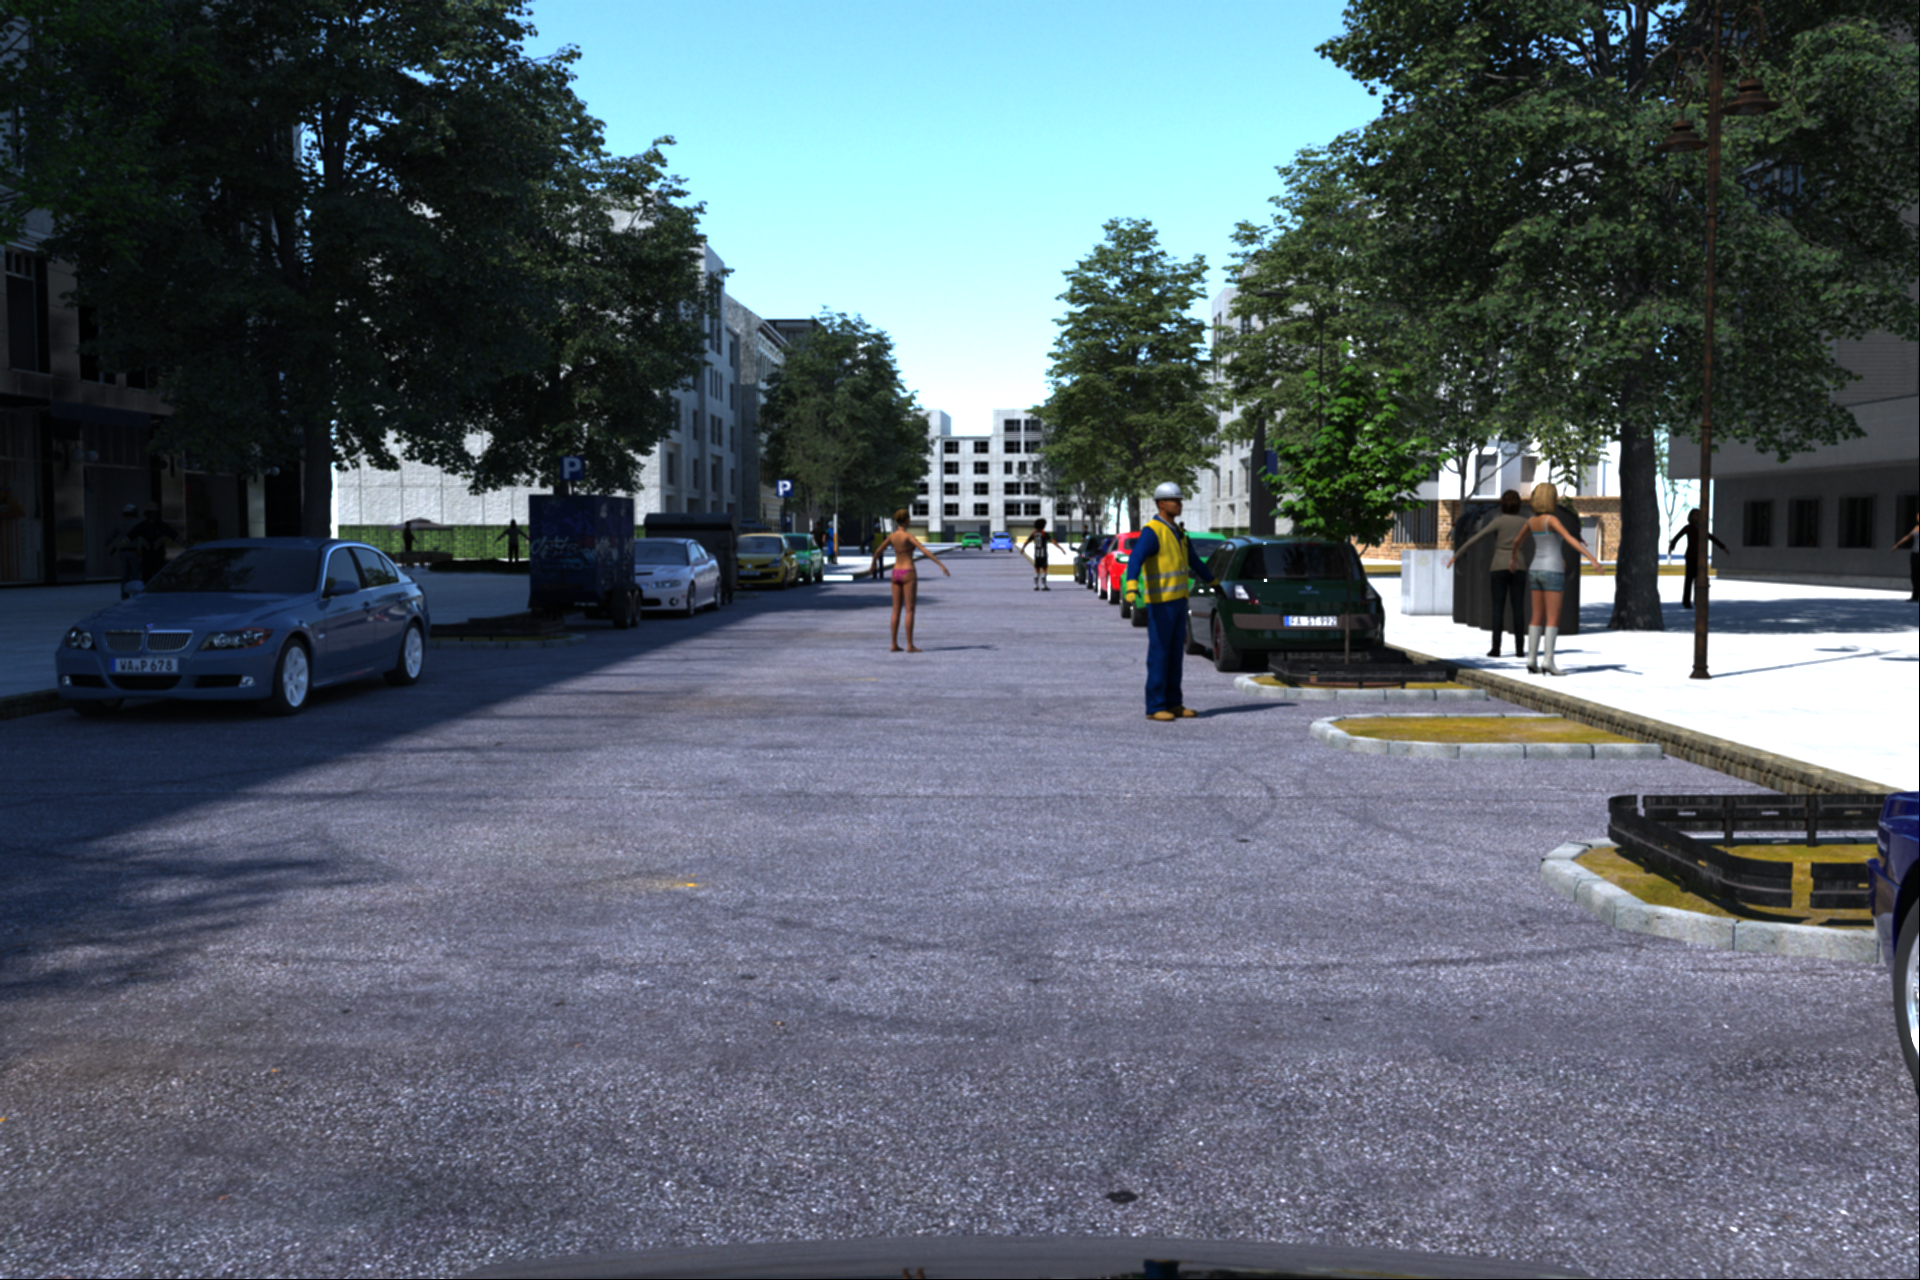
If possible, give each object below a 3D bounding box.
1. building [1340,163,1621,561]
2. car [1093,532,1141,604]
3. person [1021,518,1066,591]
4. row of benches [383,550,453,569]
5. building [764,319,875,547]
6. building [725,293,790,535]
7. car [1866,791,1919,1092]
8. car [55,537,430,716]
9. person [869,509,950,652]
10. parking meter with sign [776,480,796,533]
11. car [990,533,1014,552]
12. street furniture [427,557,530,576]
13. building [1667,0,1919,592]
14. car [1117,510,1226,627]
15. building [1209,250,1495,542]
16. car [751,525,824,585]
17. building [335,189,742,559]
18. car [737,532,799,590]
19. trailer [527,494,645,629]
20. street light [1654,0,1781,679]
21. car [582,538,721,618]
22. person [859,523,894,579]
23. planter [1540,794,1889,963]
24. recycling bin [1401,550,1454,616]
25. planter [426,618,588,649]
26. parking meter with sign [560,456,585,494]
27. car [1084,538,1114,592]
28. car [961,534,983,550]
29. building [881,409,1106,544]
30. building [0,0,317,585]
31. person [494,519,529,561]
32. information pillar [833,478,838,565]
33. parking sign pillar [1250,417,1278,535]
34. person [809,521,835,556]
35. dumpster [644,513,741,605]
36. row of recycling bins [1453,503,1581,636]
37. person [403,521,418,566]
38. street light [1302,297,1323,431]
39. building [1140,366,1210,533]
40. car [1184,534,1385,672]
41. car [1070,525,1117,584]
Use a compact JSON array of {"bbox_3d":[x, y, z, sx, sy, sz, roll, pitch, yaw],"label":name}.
[{"bbox_3d":[26.181,-14.600,95.138,16.016,20.090,11.380,0,4,1],"label":"building"},{"bbox_3d":[3.925,-1.695,36.747,2.155,1.783,4.494,0,4,0],"label":"car"},{"bbox_3d":[2.066,-2.157,43.867,1.345,1.843,0.704,3,4,36],"label":"person"},{"bbox_3d":[-20.721,-3.018,64.799,1.422,0.672,4.104,2,4,29],"label":"row of benches"},{"bbox_3d":[-23.768,-20.625,181.187,27.936,21.610,32.646,0,4,1],"label":"building"},{"bbox_3d":[-23.437,-18.405,131.849,19.493,23.208,18.063,0,4,1],"label":"building"},{"bbox_3d":[3.175,0.592,2.904,1.945,1.354,3.894,0,4,2],"label":"car"},{"bbox_3d":[-6.068,-0.194,15.179,2.014,1.417,4.499,0,4,1],"label":"car"},{"bbox_3d":[-0.639,-0.725,21.108,1.217,1.733,0.721,3,4,36],"label":"person"},{"bbox_3d":[-5.604,-3.689,56.584,0.543,3.016,1.738,0,4,2],"label":"parking meter with sign"},{"bbox_3d":[3.286,-7.754,136.366,1.945,1.707,3.694,0,4,2],"label":"car"},{"bbox_3d":[-12.857,-2.464,55.916,5.734,0.657,10.072,-3,4,-38],"label":"street furniture"},{"bbox_3d":[26.346,-13.110,33.415,14.314,24.678,30.058,0,4,2],"label":"building"},{"bbox_3d":[3.576,-1.181,28.102,1.959,1.807,4.718,0,4,1],"label":"car"},{"bbox_3d":[27.012,-15.299,116.601,16.747,18.905,31.486,0,4,2],"label":"building"},{"bbox_3d":[-4.966,-2.508,49.795,1.959,1.807,4.718,0,4,1],"label":"car"},{"bbox_3d":[-23.749,-14.585,104.930,16.747,18.905,31.486,0,4,0],"label":"building"},{"bbox_3d":[-5.236,-2.148,45.339,2.015,1.641,3.980,0,4,1],"label":"car"},{"bbox_3d":[-5.710,-1.140,25.695,1.471,1.999,3.904,0,4,1],"label":"trailer"},{"bbox_3d":[6.575,-2.594,15.206,0.468,5.910,1.993,0,4,1],"label":"street light"},{"bbox_3d":[-5.467,-1.147,31.113,2.083,1.381,4.827,0,4,1],"label":"car"},{"bbox_3d":[-2.620,-2.813,54.911,1.216,1.772,0.721,-1,4,-20],"label":"person"},{"bbox_3d":[3.387,0.880,6.760,1.991,0.319,1.994,0,4,1],"label":"planter"},{"bbox_3d":[7.431,-0.913,27.475,0.722,1.027,0.722,0,4,2],"label":"recycling bin"},{"bbox_3d":[-5.947,-0.087,22.569,1.991,0.319,1.994,0,4,1],"label":"planter"},{"bbox_3d":[-8.623,-2.644,39.487,0.543,3.016,1.738,0,4,1],"label":"parking meter with sign"},{"bbox_3d":[4.152,-1.917,43.922,1.945,1.354,3.894,0,3,0],"label":"car"},{"bbox_3d":[1.078,-8.892,154.181,1.959,1.807,4.718,0,4,1],"label":"car"},{"bbox_3d":[5.286,-23.347,250.629,31.486,18.905,16.747,0,4,5],"label":"building"},{"bbox_3d":[-27.775,-16.205,44.545,16.754,29.471,25.880,0,4,2],"label":"building"},{"bbox_3d":[-16.054,-3.435,62.285,1.348,1.813,0.705,-1,4,-19],"label":"person"},{"bbox_3d":[-5.228,-4.976,72.707,0.183,3.616,0.504,0,4,1],"label":"information pillar"},{"bbox_3d":[7.080,-3.183,40.517,1.447,3.967,1.447,0,4,1],"label":"parking sign pillar"},{"bbox_3d":[-5.829,-3.993,71.510,1.346,1.802,0.704,1,4,12],"label":"person"},{"bbox_3d":[-5.456,-1.653,35.239,1.865,1.857,1.264,0,4,1],"label":"dumpster"},{"bbox_3d":[7.468,-1.002,23.498,1.069,1.692,3.534,0,4,2],"label":"row of recycling bins"},{"bbox_3d":[-21.883,-3.833,68.807,0.704,1.812,1.346,-3,4,-37],"label":"person"},{"bbox_3d":[7.440,-3.709,33.188,1.470,5.913,1.316,0,4,1],"label":"street light"},{"bbox_3d":[28.760,-19.833,190.722,16.747,18.905,31.486,0,4,1],"label":"building"},{"bbox_3d":[3.521,-0.587,19.384,2.009,1.686,4.222,0,4,0],"label":"car"},{"bbox_3d":[4.257,-2.509,50.812,2.009,1.686,4.222,0,4,1],"label":"car"}]
